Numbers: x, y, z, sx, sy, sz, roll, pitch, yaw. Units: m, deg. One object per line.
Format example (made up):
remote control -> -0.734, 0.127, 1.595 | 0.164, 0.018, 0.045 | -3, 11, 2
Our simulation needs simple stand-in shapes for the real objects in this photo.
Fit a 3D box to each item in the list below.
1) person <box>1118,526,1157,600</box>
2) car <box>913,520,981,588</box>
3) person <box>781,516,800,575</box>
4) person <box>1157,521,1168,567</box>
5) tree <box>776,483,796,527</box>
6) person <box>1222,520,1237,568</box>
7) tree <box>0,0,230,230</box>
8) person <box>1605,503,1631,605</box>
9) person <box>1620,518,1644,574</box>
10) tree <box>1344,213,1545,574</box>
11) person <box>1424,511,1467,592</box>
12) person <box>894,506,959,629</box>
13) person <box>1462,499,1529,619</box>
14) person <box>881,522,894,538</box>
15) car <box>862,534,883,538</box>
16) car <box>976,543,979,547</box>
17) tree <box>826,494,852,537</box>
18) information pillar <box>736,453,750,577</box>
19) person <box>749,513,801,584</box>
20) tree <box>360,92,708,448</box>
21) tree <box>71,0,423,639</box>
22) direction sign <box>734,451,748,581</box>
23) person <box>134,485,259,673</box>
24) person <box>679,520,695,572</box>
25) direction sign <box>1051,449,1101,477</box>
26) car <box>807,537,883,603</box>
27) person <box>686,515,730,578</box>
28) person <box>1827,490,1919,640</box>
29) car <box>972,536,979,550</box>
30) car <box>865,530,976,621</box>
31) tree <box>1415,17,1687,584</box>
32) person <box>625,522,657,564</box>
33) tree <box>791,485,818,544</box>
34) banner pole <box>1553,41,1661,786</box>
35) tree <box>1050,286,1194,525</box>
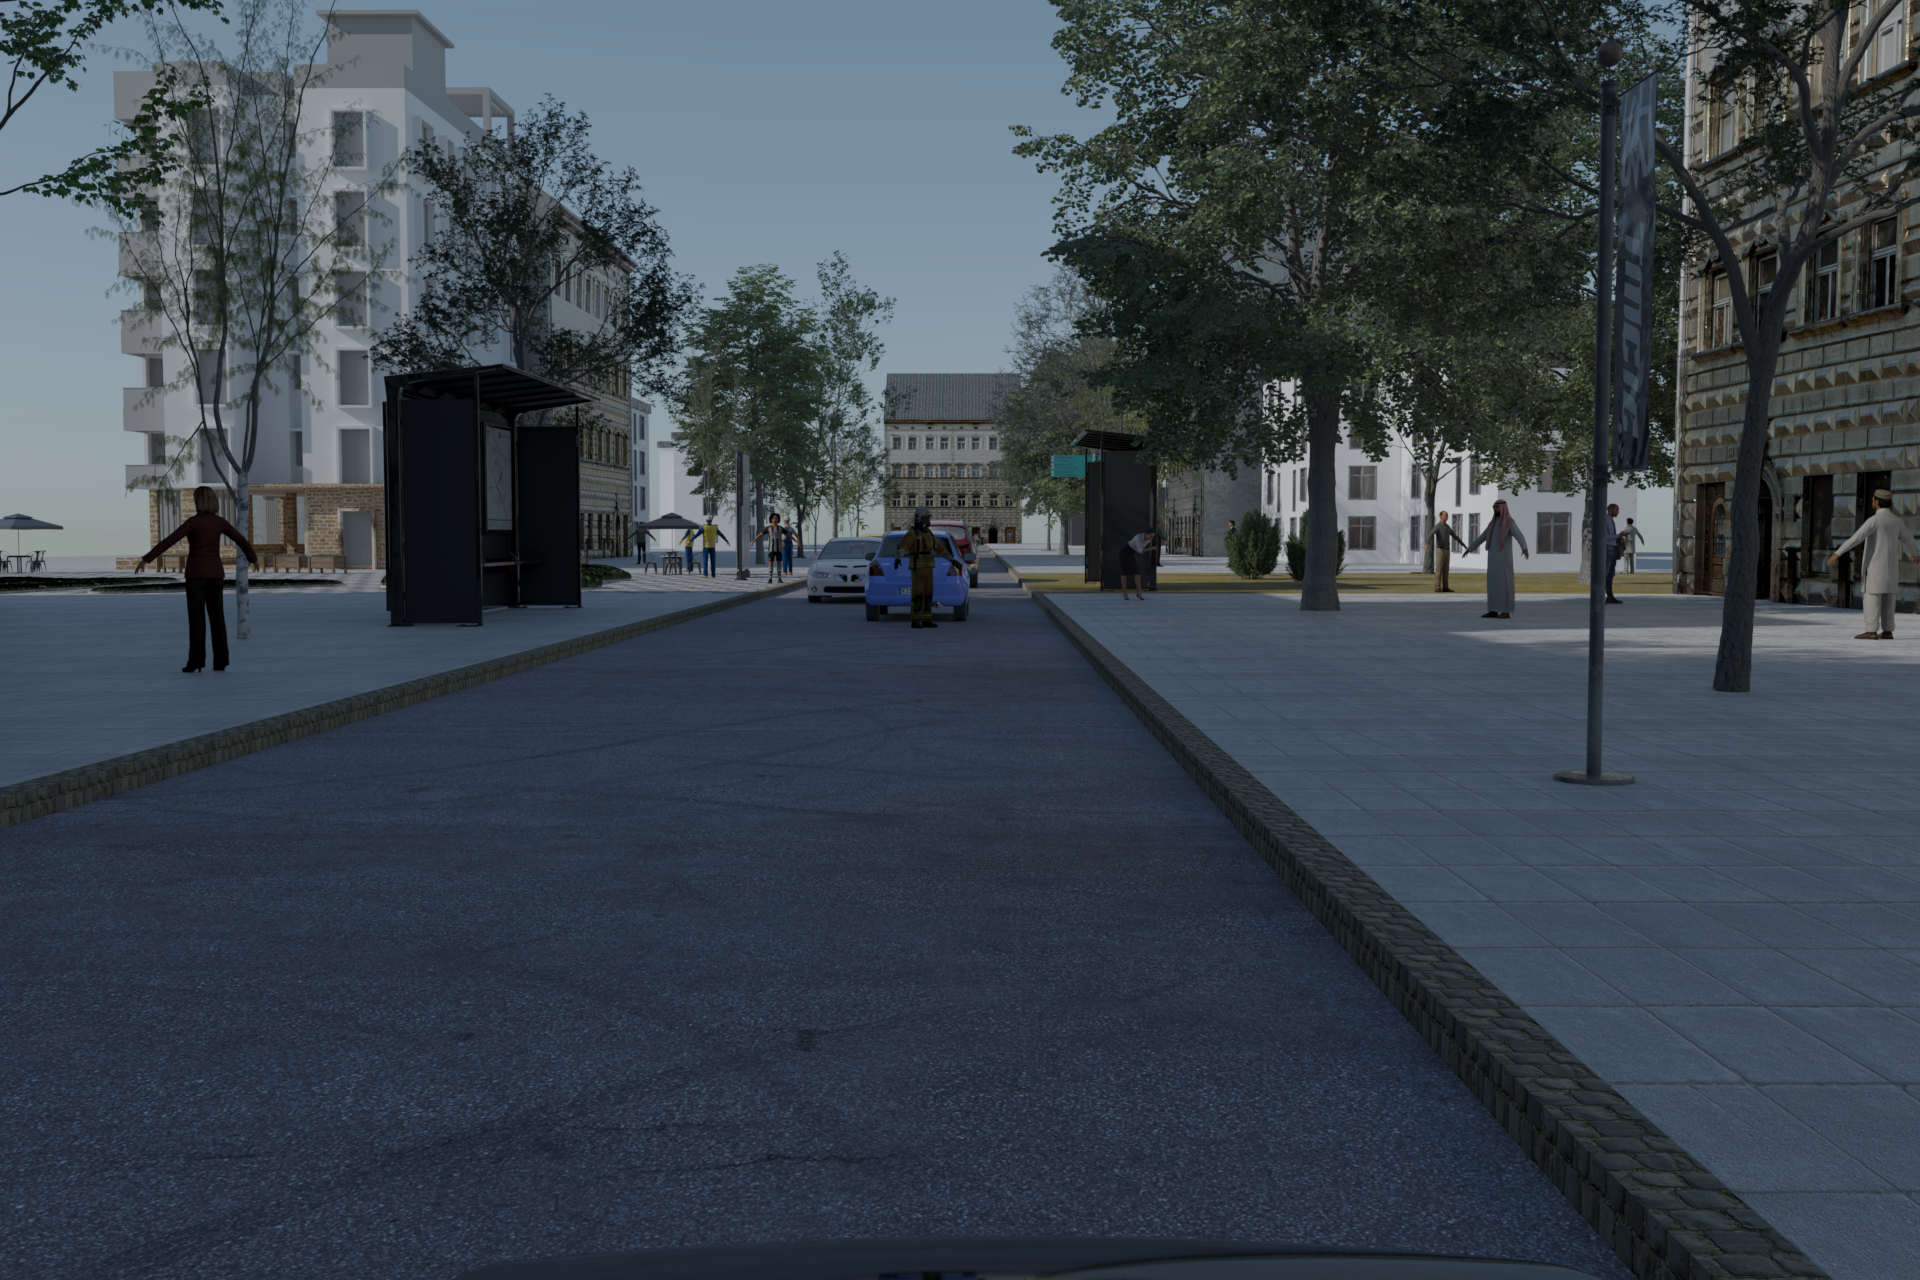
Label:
person -> 3.448, -1.482, 33.469 | 0.799, 1.438, 0.628 | 1, 4, 13
car -> -0.539, -2.395, 47.832 | 2.281, 1.827, 5.304 | 0, 4, -1
person -> -5.394, -2.934, 53.833 | 0.705, 1.847, 1.347 | 3, 5, 39
person -> 7.769, -3.766, 67.793 | 0.704, 1.802, 1.346 | -1, 4, -16
tree -> -22.604, -17.084, 229.679 | 4.360, 8.622, 3.978 | 0, 3, 0
person -> 10.312, -3.652, 65.889 | 0.705, 1.806, 1.347 | -1, 4, -11
tree -> -9.109, -5.390, 13.890 | 9.928, 11.665, 9.643 | 0, 3, 0
person -> 11.937, -1.566, 31.518 | 0.599, 1.838, 0.709 | 3, 5, 40
person -> 21.557, -3.037, 55.842 | 1.347, 1.806, 0.705 | -1, 4, -19
tree -> 15.186, -7.933, 55.466 | 9.928, 11.665, 9.643 | 0, 3, 0
person -> 10.644, -1.946, 38.090 | 1.348, 1.796, 0.705 | -2, 4, -32
person -> -0.559, -1.110, 26.373 | 0.705, 1.858, 1.354 | 3, 5, 43
person -> 8.209, -1.239, 26.411 | 0.704, 1.811, 1.347 | -2, 4, -27
person -> -2.183, -2.844, 55.092 | 1.348, 1.813, 0.705 | 3, 4, 39
car -> -2.713, -2.927, 58.075 | 2.015, 1.641, 3.980 | 0, 4, 0
car -> -0.314, -3.355, 66.657 | 2.131, 1.459, 4.920 | 0, 4, -1
tree -> -15.819, -17.071, 229.477 | 4.737, 8.622, 4.395 | 0, 3, 0
information pillar -> -6.414, -3.663, 51.207 | 0.184, 3.620, 1.656 | 0, 4, 1
person -> -4.795, -2.372, 44.928 | 1.345, 1.843, 0.704 | -1, 4, -10
tree -> -8.650, -6.204, 35.854 | 8.767, 10.594, 7.601 | 2, 4, 32
tree -> -8.799, -4.305, 20.748 | 4.360, 8.622, 3.978 | 0, 3, 0
direction sign -> -6.064, -3.416, 47.853 | 0.379, 3.537, 0.876 | 0, 4, 1
person -> -7.076, -0.571, 16.145 | 0.721, 1.729, 1.215 | 3, 4, 36
person -> -9.271, -3.201, 58.806 | 0.721, 1.772, 1.216 | 1, 4, 12
direction sign -> 3.988, -3.851, 51.727 | 2.525, 3.948, 1.411 | 0, 4, 1
car -> -2.249, -1.552, 37.738 | 2.083, 1.381, 4.827 | 0, 4, 0
person -> -7.359, -2.739, 50.752 | 1.349, 1.833, 0.705 | -2, 4, -25
person -> 11.181, -0.917, 21.085 | 1.344, 1.819, 0.704 | -1, 4, -17
car -> 0.310, -6.222, 114.314 | 1.945, 1.354, 3.894 | 0, 4, 0
car -> -0.692, -1.234, 29.775 | 1.945, 1.707, 3.694 | 0, 4, 1
tree -> 16.294, -8.407, 44.105 | 9.857, 13.997, 8.962 | 0, 3, 0
person -> -13.518, -4.119, 73.478 | 1.348, 1.813, 0.705 | -1, 4, -22
tree -> -20.853, -17.415, 235.102 | 4.737, 8.622, 4.395 | 0, 3, 0
banner pole -> 3.299, -1.141, 8.677 | 0.401, 3.779, 0.863 | 0, 4, 0
tree -> 4.378, -5.956, 47.736 | 4.360, 8.622, 3.978 | 0, 3, 0
